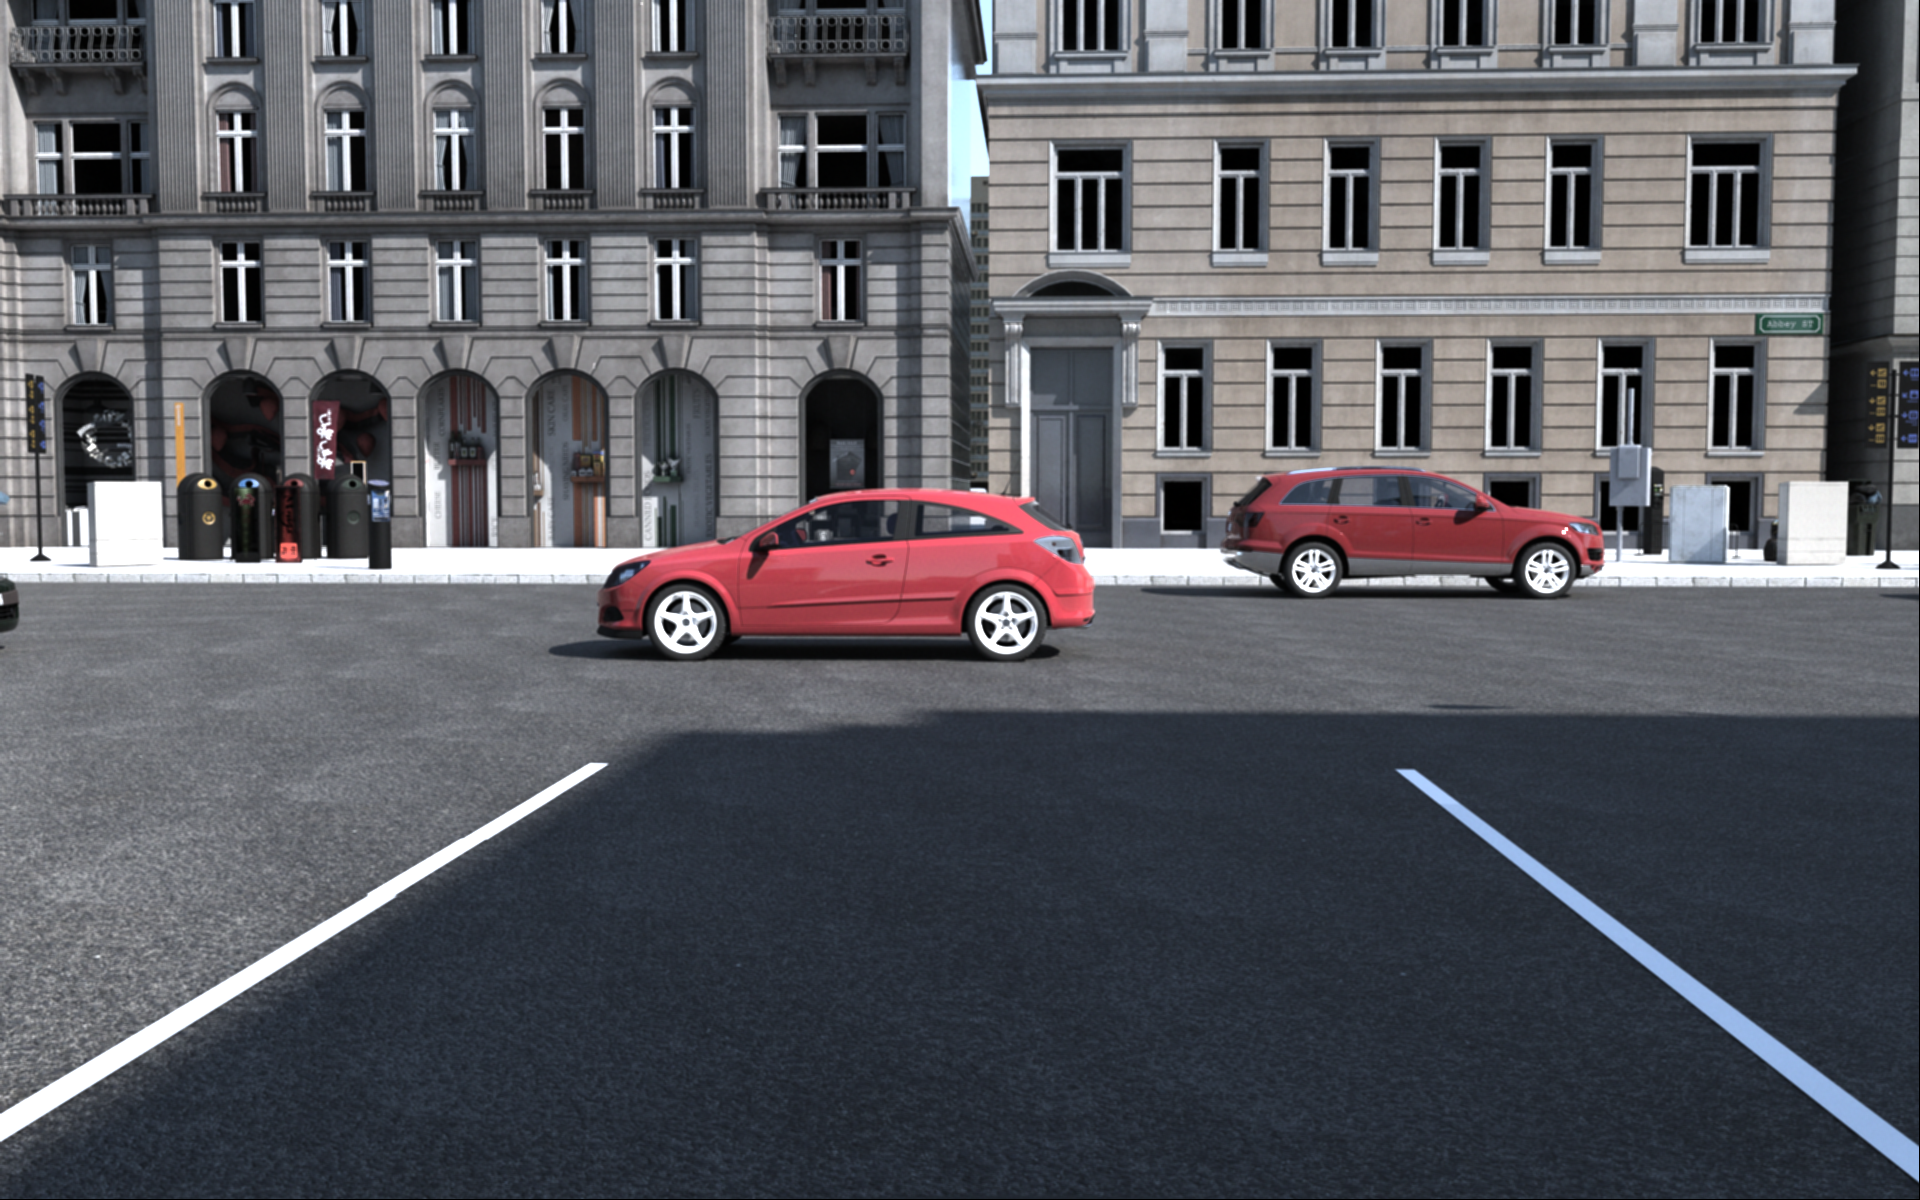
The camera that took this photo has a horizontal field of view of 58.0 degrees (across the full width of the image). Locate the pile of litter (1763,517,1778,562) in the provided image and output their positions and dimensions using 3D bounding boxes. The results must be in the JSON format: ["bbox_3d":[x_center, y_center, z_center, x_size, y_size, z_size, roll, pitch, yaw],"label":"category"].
[{"bbox_3d":[16.001,-1.171,33.108,1.719,0.858,1.176,-3,4,-38],"label":"pile of litter"}]

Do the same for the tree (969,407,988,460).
[{"bbox_3d":[-2.485,-15.538,164.424,12.009,13.543,11.850,0,3,0],"label":"tree"}]

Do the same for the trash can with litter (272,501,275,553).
[{"bbox_3d":[-14.875,-1.606,37.641,0.624,1.170,1.055,-3,4,-37],"label":"trash can with litter"}]

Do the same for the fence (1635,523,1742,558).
[{"bbox_3d":[14.936,-1.235,35.568,2.069,0.683,0.278,3,5,43],"label":"fence"}]

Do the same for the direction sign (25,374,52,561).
[{"bbox_3d":[-17.587,-2.509,33.023,0.379,3.537,0.876,-1,4,-10],"label":"direction sign"}]

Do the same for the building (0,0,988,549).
[{"bbox_3d":[-11.506,-12.489,45.992,24.055,21.916,13.314,0,4,3],"label":"building"}]

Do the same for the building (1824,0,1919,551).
[{"bbox_3d":[42.757,-16.431,45.068,44.131,29.872,17.030,0,4,3],"label":"building"}]

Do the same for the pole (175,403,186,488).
[{"bbox_3d":[-17.423,-2.746,38.743,0.158,3.312,0.155,0,3,0],"label":"pole"}]

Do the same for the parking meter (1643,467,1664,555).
[{"bbox_3d":[14.706,-1.896,36.710,0.255,1.863,0.399,0,4,-6],"label":"parking meter"}]

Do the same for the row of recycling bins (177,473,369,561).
[{"bbox_3d":[-13.527,-1.653,34.140,3.534,1.692,1.069,-1,4,-16],"label":"row of recycling bins"}]

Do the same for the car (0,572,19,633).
[{"bbox_3d":[-10.749,-0.350,15.515,4.222,1.686,2.009,0,4,3],"label":"car"}]

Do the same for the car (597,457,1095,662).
[{"bbox_3d":[-1.030,-0.402,15.616,4.494,1.783,2.155,0,4,1],"label":"car"}]

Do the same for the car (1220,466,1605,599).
[{"bbox_3d":[6.376,-0.971,24.544,5.304,1.827,2.281,0,4,3],"label":"car"}]

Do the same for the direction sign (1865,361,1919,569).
[{"bbox_3d":[15.942,-2.303,29.648,0.876,3.537,0.379,0,4,4],"label":"direction sign"}]

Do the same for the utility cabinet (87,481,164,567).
[{"bbox_3d":[-14.774,-1.344,30.660,0.318,1.500,1.173,3,5,40],"label":"utility cabinet"}]

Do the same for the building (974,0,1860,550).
[{"bbox_3d":[10.603,-15.890,45.699,20.117,28.700,13.634,0,4,3],"label":"building"}]

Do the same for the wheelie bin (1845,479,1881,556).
[{"bbox_3d":[18.754,-1.727,36.142,0.980,1.594,0.693,-1,4,-17],"label":"wheelie bin"}]

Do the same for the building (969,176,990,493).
[{"bbox_3d":[1.574,-31.953,214.313,23.993,40.220,32.217,0,4,3],"label":"building"}]

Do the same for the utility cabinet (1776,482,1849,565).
[{"bbox_3d":[15.310,-1.373,31.120,1.173,1.500,0.318,-1,4,-9],"label":"utility cabinet"}]

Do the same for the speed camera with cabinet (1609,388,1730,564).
[{"bbox_3d":[13.243,-2.323,32.324,2.038,3.252,0.660,2,4,28],"label":"speed camera with cabinet"}]

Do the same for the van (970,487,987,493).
[{"bbox_3d":[1.099,-6.610,115.081,2.013,2.044,4.112,0,4,2],"label":"van"}]

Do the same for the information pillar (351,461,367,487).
[{"bbox_3d":[-13.497,-2.106,38.923,0.304,2.012,0.304,-1,4,-13],"label":"information pillar"}]

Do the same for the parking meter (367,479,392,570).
[{"bbox_3d":[-9.911,-1.294,29.569,0.372,1.533,0.369,0,3,0],"label":"parking meter"}]

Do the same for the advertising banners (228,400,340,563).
[{"bbox_3d":[-12.521,-2.200,32.152,2.074,3.025,0.090,0,4,-2],"label":"advertising banners"}]
